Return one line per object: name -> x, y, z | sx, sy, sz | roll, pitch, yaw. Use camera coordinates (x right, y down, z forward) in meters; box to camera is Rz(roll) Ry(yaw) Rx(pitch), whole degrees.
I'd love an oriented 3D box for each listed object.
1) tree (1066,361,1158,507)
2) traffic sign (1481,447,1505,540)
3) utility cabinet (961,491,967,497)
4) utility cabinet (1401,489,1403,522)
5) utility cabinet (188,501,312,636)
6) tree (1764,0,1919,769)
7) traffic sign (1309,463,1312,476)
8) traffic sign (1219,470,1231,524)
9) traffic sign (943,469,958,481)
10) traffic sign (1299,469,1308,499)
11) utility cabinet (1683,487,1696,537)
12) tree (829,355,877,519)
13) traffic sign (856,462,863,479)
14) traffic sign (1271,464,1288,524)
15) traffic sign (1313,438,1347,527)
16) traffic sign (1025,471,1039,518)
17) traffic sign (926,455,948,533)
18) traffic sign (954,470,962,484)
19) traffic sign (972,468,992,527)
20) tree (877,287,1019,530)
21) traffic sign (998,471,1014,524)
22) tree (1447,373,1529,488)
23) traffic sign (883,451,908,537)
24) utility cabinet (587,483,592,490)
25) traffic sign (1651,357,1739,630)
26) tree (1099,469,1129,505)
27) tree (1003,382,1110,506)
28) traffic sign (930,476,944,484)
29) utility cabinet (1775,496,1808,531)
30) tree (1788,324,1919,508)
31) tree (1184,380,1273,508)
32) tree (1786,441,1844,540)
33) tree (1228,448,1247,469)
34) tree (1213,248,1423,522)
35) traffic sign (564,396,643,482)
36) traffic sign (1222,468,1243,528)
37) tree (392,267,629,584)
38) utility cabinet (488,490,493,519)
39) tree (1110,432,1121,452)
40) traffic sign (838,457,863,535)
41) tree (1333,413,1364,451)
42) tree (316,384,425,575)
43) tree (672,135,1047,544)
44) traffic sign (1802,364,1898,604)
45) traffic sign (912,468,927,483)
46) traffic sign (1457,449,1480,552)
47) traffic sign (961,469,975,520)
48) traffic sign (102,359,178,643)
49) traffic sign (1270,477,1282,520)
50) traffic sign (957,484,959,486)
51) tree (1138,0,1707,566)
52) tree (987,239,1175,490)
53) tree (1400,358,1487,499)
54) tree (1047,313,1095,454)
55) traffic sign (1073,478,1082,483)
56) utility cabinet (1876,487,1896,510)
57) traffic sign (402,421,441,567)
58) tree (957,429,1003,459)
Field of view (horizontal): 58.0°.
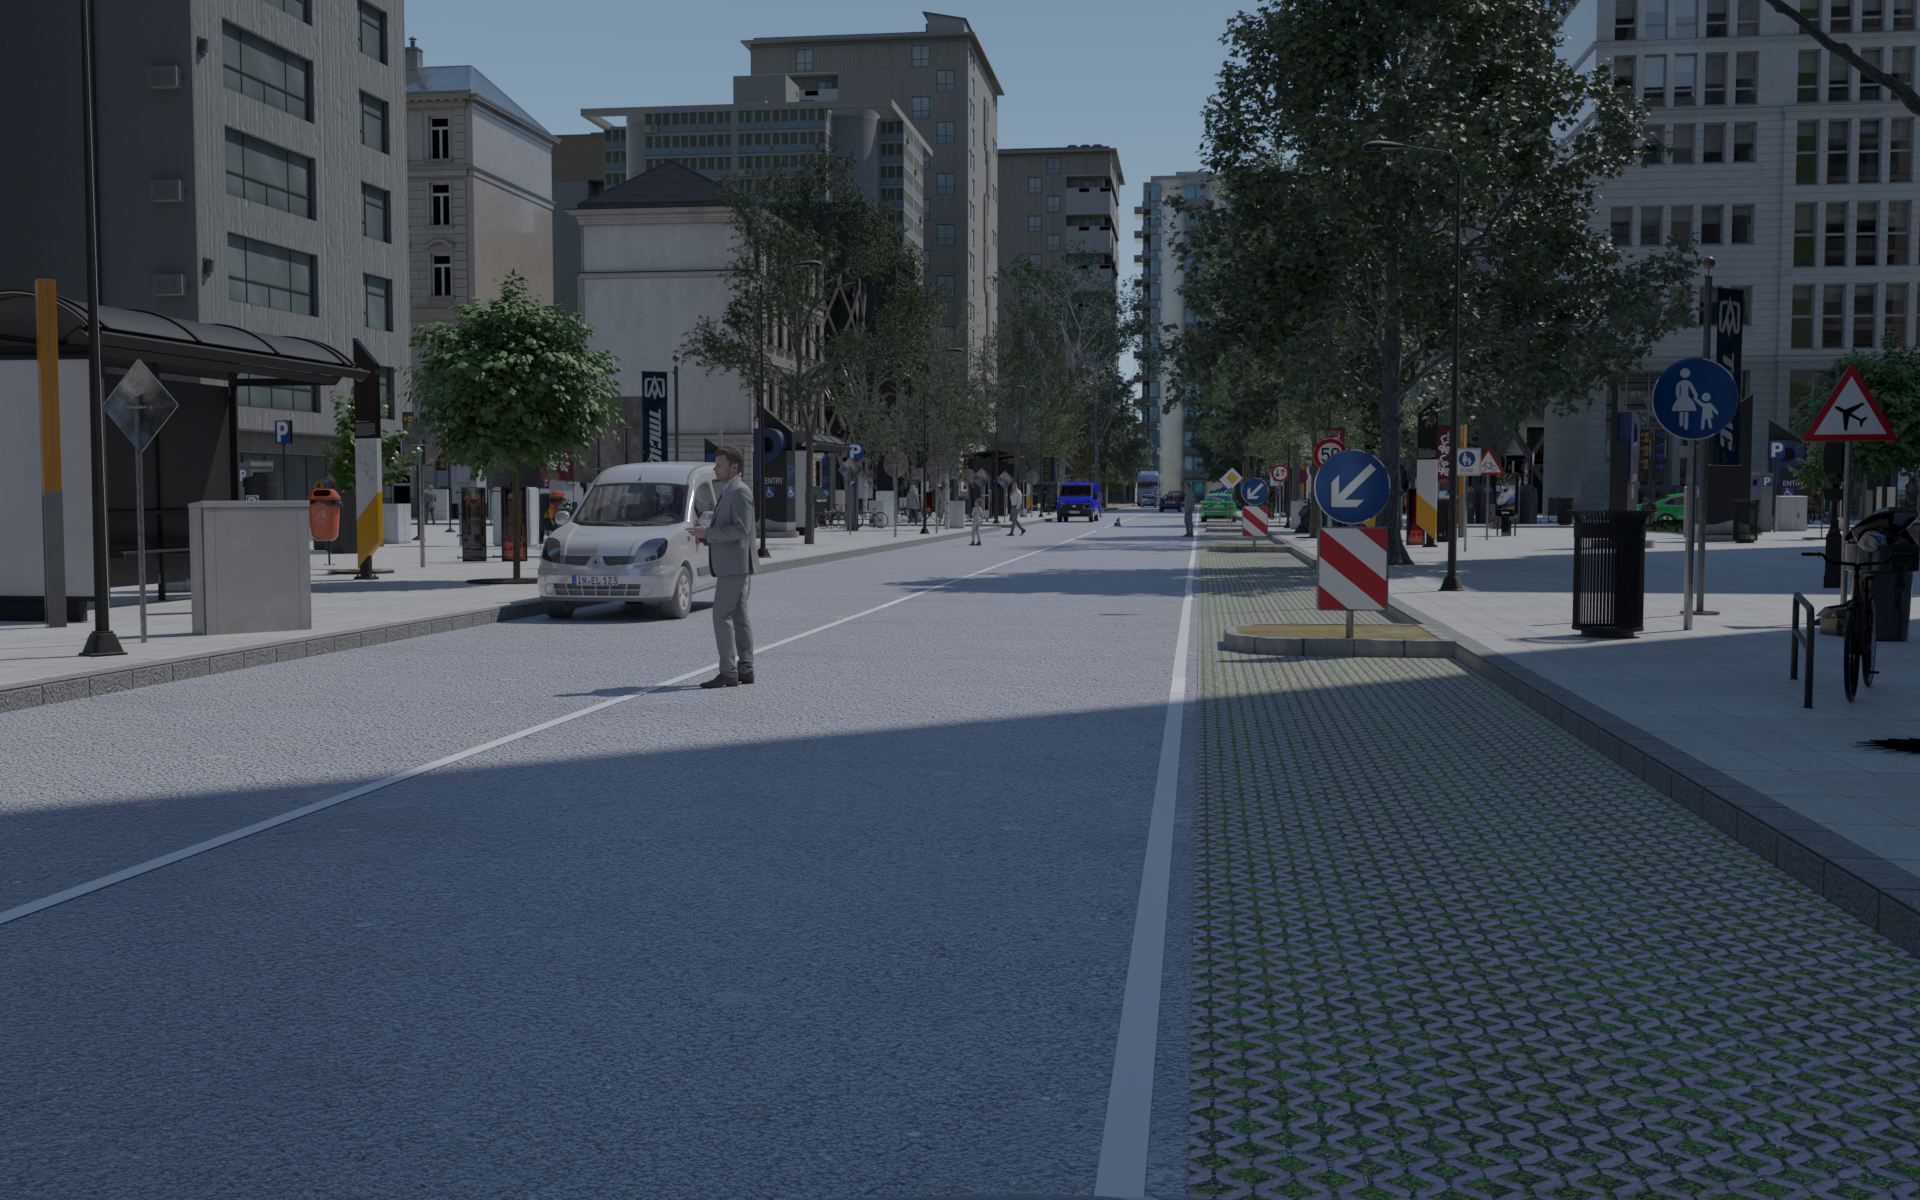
tree -> 13.839, -15.844, 165.702 | 9.857, 13.997, 8.962 | 0, 3, 0
traffic sign -> 14.620, -2.935, 47.988 | 0.884, 2.594, 0.081 | 1, 4, 15
utility cabinet -> 0.651, -7.774, 135.783 | 1.173, 1.500, 0.318 | 1, 4, 9
utility cabinet -> 19.740, -4.249, 78.157 | 0.318, 1.500, 1.173 | 0, 4, 7
utility cabinet -> -6.593, -0.302, 16.106 | 0.306, 1.237, 1.020 | 3, 5, 43
tree -> 4.946, -5.044, 8.220 | 9.928, 11.665, 9.643 | 0, 3, 0
traffic sign -> 13.334, -3.927, 64.308 | 0.768, 2.556, 0.104 | 1, 4, 14
traffic sign -> 11.384, -4.267, 73.414 | 0.795, 2.450, 0.064 | 0, 4, 8
traffic sign -> -0.497, -5.453, 89.269 | 0.768, 2.556, 0.104 | 1, 4, 12
traffic sign -> 17.228, -5.358, 87.707 | 0.768, 2.556, 0.104 | 1, 4, 10
utility cabinet -> 21.722, -2.554, 50.442 | 1.173, 1.500, 0.318 | 1, 4, 22
tree -> -4.698, -8.575, 90.570 | 4.360, 8.622, 3.978 | 0, 3, 0
traffic sign -> -4.119, -4.079, 66.805 | 0.768, 2.556, 0.104 | 1, 4, 16
traffic sign -> 13.530, -4.471, 73.214 | 0.768, 2.556, 0.104 | 1, 4, 15
traffic sign -> 8.416, -2.405, 39.427 | 0.768, 2.556, 0.104 | 1, 4, 9
traffic sign -> 3.910, -5.767, 94.393 | 0.768, 2.556, 0.104 | 1, 4, 9
traffic sign -> -0.762, -3.449, 56.502 | 0.768, 2.556, 0.104 | 1, 4, 17
traffic sign -> -0.219, -5.645, 92.402 | 0.768, 2.556, 0.104 | 1, 4, 10
traffic sign -> 0.835, -3.865, 66.831 | 0.795, 2.450, 0.064 | 0, 4, 8
tree -> -0.222, -6.850, 62.355 | 4.360, 8.622, 3.978 | 0, 3, 0
traffic sign -> 1.933, -4.349, 74.740 | 0.795, 2.450, 0.064 | 0, 4, 8
tree -> 25.136, -8.002, 81.202 | 4.360, 8.622, 3.978 | 0, 3, 0
traffic sign -> -1.920, -3.136, 51.373 | 0.768, 2.556, 0.104 | 1, 4, 15
utility cabinet -> -6.826, -1.580, 34.516 | 1.173, 1.500, 0.318 | 1, 4, 17
traffic sign -> 6.871, -0.989, 16.272 | 0.768, 2.556, 0.104 | 1, 4, 10
tree -> 17.500, -13.091, 197.756 | 4.285, 4.588, 4.351 | 0, 3, 0
tree -> 6.167, -9.792, 110.461 | 4.737, 8.622, 4.395 | 0, 3, 0
traffic sign -> -1.200, -5.482, 89.736 | 0.768, 2.556, 0.104 | 1, 4, 16
utility cabinet -> 28.575, -2.959, 59.545 | 1.020, 1.237, 0.306 | 0, 4, -7
tree -> 17.994, -3.060, 33.744 | 4.285, 4.588, 4.351 | 0, 3, 0
tree -> 25.477, -15.475, 159.666 | 9.857, 13.997, 8.962 | 0, 3, 0
tree -> 24.255, -3.325, 48.967 | 1.663, 3.219, 1.824 | 0, 3, 0
tree -> 27.138, -13.410, 169.622 | 4.737, 8.622, 4.395 | 0, 3, 0
tree -> 12.262, -8.609, 58.880 | 7.486, 12.596, 7.792 | 0, 3, 0
traffic sign -> -7.293, -2.589, 36.199 | 2.265, 3.308, 0.079 | 1, 4, 17
traffic sign -> 10.287, -3.784, 65.504 | 0.795, 2.450, 0.064 | 0, 4, 8
tree -> -6.552, -2.533, 25.125 | 4.285, 4.588, 4.351 | 0, 3, 0
utility cabinet -> -22.935, -4.740, 86.174 | 1.173, 1.500, 0.318 | 2, 4, 33
tree -> 15.554, -14.380, 185.472 | 4.737, 8.622, 4.395 | 0, 3, 0
traffic sign -> -3.418, -3.224, 53.894 | 0.795, 2.450, 0.064 | 1, 4, 11
tree -> 30.471, -11.623, 140.395 | 4.737, 8.622, 4.395 | 0, 3, 0
tree -> -9.740, -2.033, 27.837 | 1.663, 3.219, 1.824 | 0, 3, 0
tree -> -3.631, -6.719, 44.265 | 8.767, 10.594, 7.601 | 3, 4, 37
traffic sign -> 8.950, -1.069, 17.476 | 0.884, 2.594, 0.081 | 1, 4, 12
traffic sign -> -1.998, -5.185, 84.874 | 0.768, 2.556, 0.104 | 1, 4, 13
traffic sign -> 11.249, -2.225, 38.503 | 0.606, 2.300, 0.079 | 1, 4, 10
traffic sign -> 0.398, -5.329, 87.228 | 0.768, 2.556, 0.104 | 1, 4, 14
traffic sign -> -7.038, -0.837, 14.870 | 0.795, 2.450, 0.064 | 1, 4, 17
traffic sign -> 15.691, -5.127, 85.948 | 0.606, 2.300, 0.079 | 1, 4, 16
traffic sign -> -0.245, -5.784, 95.759 | 0.795, 2.450, 0.064 | 1, 4, 11
tree -> 7.900, -6.989, 31.279 | 9.611, 12.733, 9.660 | 0, 3, 0
tree -> 8.691, -16.560, 126.649 | 12.611, 20.169, 13.585 | 0, 3, 0
tree -> 25.068, -8.527, 89.773 | 4.737, 8.622, 4.395 | 0, 3, 0
tree -> 2.793, -9.015, 81.802 | 7.601, 10.594, 8.767 | 1, 4, 17
traffic sign -> 9.407, -8.487, 138.875 | 0.768, 2.556, 0.104 | 1, 4, 10
utility cabinet -> 29.577, -2.810, 54.616 | 1.173, 1.500, 0.318 | 3, 4, 37
traffic sign -> -9.413, -1.845, 30.268 | 0.768, 2.556, 0.104 | 1, 4, 13
tree -> 1.309, -11.707, 141.764 | 4.737, 8.622, 4.395 | 0, 3, 0
